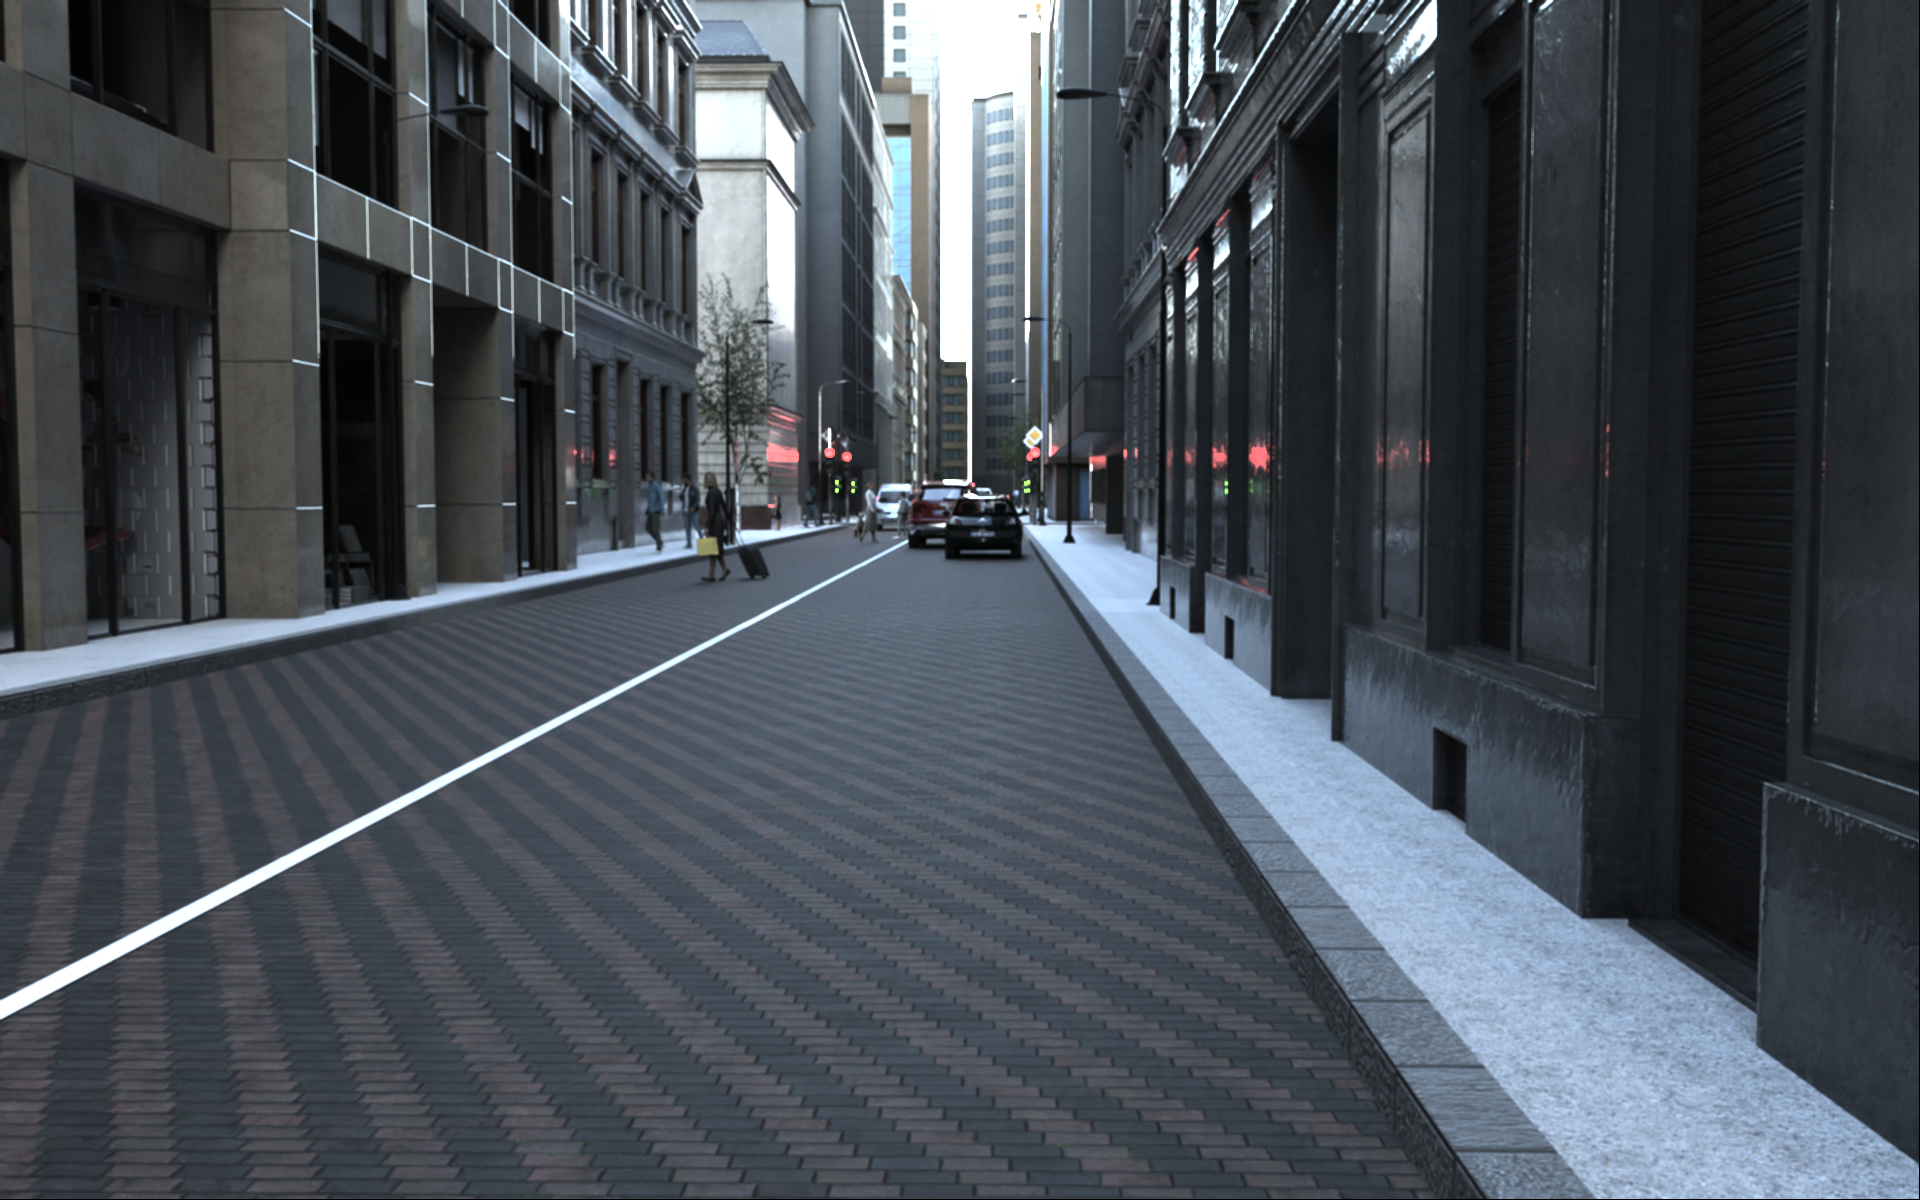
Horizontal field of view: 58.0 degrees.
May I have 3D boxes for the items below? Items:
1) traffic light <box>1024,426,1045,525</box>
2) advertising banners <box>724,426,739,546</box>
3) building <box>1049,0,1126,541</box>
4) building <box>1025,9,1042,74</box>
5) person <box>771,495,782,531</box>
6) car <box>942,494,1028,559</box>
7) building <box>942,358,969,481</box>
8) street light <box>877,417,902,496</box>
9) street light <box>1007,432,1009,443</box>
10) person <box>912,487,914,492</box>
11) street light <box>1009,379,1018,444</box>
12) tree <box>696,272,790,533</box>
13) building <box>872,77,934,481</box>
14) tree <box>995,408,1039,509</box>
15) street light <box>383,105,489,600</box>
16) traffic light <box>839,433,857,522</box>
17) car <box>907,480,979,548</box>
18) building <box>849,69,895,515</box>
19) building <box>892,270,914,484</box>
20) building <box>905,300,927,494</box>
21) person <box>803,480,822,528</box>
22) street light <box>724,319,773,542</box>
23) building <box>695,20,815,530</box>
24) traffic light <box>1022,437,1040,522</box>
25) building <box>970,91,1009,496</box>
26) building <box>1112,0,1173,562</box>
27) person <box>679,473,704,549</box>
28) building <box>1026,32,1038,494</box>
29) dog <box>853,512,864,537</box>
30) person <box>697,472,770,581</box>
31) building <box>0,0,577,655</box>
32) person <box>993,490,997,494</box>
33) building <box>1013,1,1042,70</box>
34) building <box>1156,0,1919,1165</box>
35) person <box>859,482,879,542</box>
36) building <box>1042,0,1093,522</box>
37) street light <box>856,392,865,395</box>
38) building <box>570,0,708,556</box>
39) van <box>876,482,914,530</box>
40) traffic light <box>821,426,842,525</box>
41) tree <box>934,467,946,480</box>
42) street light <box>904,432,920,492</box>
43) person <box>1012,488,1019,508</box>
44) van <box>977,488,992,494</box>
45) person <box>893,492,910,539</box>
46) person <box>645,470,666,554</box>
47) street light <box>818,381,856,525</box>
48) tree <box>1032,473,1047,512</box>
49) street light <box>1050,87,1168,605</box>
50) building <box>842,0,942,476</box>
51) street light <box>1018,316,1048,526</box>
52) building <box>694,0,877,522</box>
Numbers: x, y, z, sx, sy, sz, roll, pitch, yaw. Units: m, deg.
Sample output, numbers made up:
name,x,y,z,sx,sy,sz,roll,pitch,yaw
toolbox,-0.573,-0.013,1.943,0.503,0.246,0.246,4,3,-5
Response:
name,x,y,z,sx,sy,sz,roll,pitch,yaw
traffic light,3.055,-5.027,71.117,0.839,4.253,0.868,0,4,1
advertising banners,-5.748,-2.908,43.731,0.090,3.025,2.074,0,4,2
building,10.440,-14.447,55.273,14.314,24.678,30.058,0,4,1
building,21.579,-36.580,187.316,28.713,52.752,27.495,0,4,1
person,-6.378,-3.022,60.128,0.373,1.253,0.362,1,4,8
car,0.569,-1.839,39.858,2.009,1.686,4.222,0,4,2
building,-13.360,-24.887,251.947,28.899,21.520,27.650,0,4,1
street light,-4.417,-8.043,104.044,1.470,5.913,1.316,0,4,1
street light,3.668,-8.063,104.376,1.470,5.913,1.316,0,4,1
person,-3.898,-8.336,142.149,0.447,1.846,0.655,-1,4,-20
street light,2.822,-5.975,70.225,1.470,5.913,1.316,0,4,1
tree,-7.429,-6.517,56.922,4.360,8.622,3.978,0,3,0
building,-10.049,-33.058,190.615,14.600,45.320,14.200,0,4,1
tree,4.991,-11.863,144.315,4.737,8.622,4.395,0,3,0
street light,-6.327,-2.955,20.856,1.470,5.913,1.316,0,4,1
traffic light,-5.127,-5.526,79.270,0.839,4.253,0.868,0,4,1
car,-0.316,-2.385,47.663,2.281,1.827,5.304,0,4,2
building,-10.888,-20.849,118.372,11.434,29.767,29.804,0,4,1
building,-10.137,-18.829,144.011,11.583,22.565,21.152,0,4,1
building,-17.667,-19.842,169.448,27.650,21.520,28.899,0,4,1
person,-5.593,-3.639,65.530,0.713,1.824,0.794,-1,4,-12
street light,-5.654,-4.503,46.161,1.470,5.913,1.316,0,4,1
building,-15.677,-12.315,65.982,19.286,19.102,10.561,0,4,1
traffic light,3.233,-5.516,79.100,0.839,4.253,0.868,0,4,1
building,15.615,-43.177,247.938,28.212,58.520,21.231,0,4,1
building,8.633,-11.844,29.813,11.583,22.565,21.152,0,4,1
person,-6.328,-2.098,40.689,0.623,1.781,0.721,2,4,24
building,13.372,-31.547,165.912,14.600,45.320,14.200,0,4,1
dog,-3.329,-2.539,58.356,0.513,0.831,0.800,1,4,21
person,-3.805,-1.232,28.864,1.509,1.804,0.699,-3,5,-45
building,-16.514,-12.692,12.026,19.350,26.468,34.151,0,4,1
person,3.444,-9.971,171.543,1.348,1.823,0.705,3,5,40
building,17.162,-41.168,215.088,21.231,58.520,28.212,0,4,1
building,6.667,-9.793,9.269,9.793,20.994,18.267,0,4,1
person,-2.695,-2.603,51.284,0.641,1.798,0.478,2,4,26
building,11.279,-26.620,85.351,14.200,45.320,14.600,0,4,1
street light,-5.030,-6.525,79.224,1.470,5.913,1.316,0,4,1
building,-12.793,-12.447,39.668,11.583,22.565,21.152,0,4,1
van,-2.588,-3.827,69.579,2.013,2.044,4.112,0,4,0
traffic light,-5.304,-5.038,71.286,0.839,4.253,0.868,0,4,1
tree,-3.326,-13.375,202.397,4.285,4.588,4.351,0,3,0
street light,-3.852,-9.561,128.865,1.470,5.913,1.316,0,4,1
person,5.186,-9.479,160.893,0.709,1.838,0.599,-1,4,-9
van,1.685,-7.582,130.974,2.013,2.044,4.112,0,4,0
person,-1.854,-2.716,55.507,0.523,1.515,0.503,2,4,28
person,-6.473,-1.865,36.871,0.444,1.785,0.601,-1,4,-22
street light,-5.179,-6.029,71.122,1.470,5.913,1.316,0,4,1
tree,5.490,-8.058,126.349,1.663,3.219,1.824,0,3,0
street light,1.802,-2.899,19.935,1.470,5.913,1.316,0,4,1
building,-12.884,-47.792,219.644,20.611,71.187,20.563,0,4,1
street light,2.333,-4.456,45.402,1.470,5.913,1.316,0,4,1
building,-12.340,-18.227,91.522,14.314,27.812,24.014,0,4,1
